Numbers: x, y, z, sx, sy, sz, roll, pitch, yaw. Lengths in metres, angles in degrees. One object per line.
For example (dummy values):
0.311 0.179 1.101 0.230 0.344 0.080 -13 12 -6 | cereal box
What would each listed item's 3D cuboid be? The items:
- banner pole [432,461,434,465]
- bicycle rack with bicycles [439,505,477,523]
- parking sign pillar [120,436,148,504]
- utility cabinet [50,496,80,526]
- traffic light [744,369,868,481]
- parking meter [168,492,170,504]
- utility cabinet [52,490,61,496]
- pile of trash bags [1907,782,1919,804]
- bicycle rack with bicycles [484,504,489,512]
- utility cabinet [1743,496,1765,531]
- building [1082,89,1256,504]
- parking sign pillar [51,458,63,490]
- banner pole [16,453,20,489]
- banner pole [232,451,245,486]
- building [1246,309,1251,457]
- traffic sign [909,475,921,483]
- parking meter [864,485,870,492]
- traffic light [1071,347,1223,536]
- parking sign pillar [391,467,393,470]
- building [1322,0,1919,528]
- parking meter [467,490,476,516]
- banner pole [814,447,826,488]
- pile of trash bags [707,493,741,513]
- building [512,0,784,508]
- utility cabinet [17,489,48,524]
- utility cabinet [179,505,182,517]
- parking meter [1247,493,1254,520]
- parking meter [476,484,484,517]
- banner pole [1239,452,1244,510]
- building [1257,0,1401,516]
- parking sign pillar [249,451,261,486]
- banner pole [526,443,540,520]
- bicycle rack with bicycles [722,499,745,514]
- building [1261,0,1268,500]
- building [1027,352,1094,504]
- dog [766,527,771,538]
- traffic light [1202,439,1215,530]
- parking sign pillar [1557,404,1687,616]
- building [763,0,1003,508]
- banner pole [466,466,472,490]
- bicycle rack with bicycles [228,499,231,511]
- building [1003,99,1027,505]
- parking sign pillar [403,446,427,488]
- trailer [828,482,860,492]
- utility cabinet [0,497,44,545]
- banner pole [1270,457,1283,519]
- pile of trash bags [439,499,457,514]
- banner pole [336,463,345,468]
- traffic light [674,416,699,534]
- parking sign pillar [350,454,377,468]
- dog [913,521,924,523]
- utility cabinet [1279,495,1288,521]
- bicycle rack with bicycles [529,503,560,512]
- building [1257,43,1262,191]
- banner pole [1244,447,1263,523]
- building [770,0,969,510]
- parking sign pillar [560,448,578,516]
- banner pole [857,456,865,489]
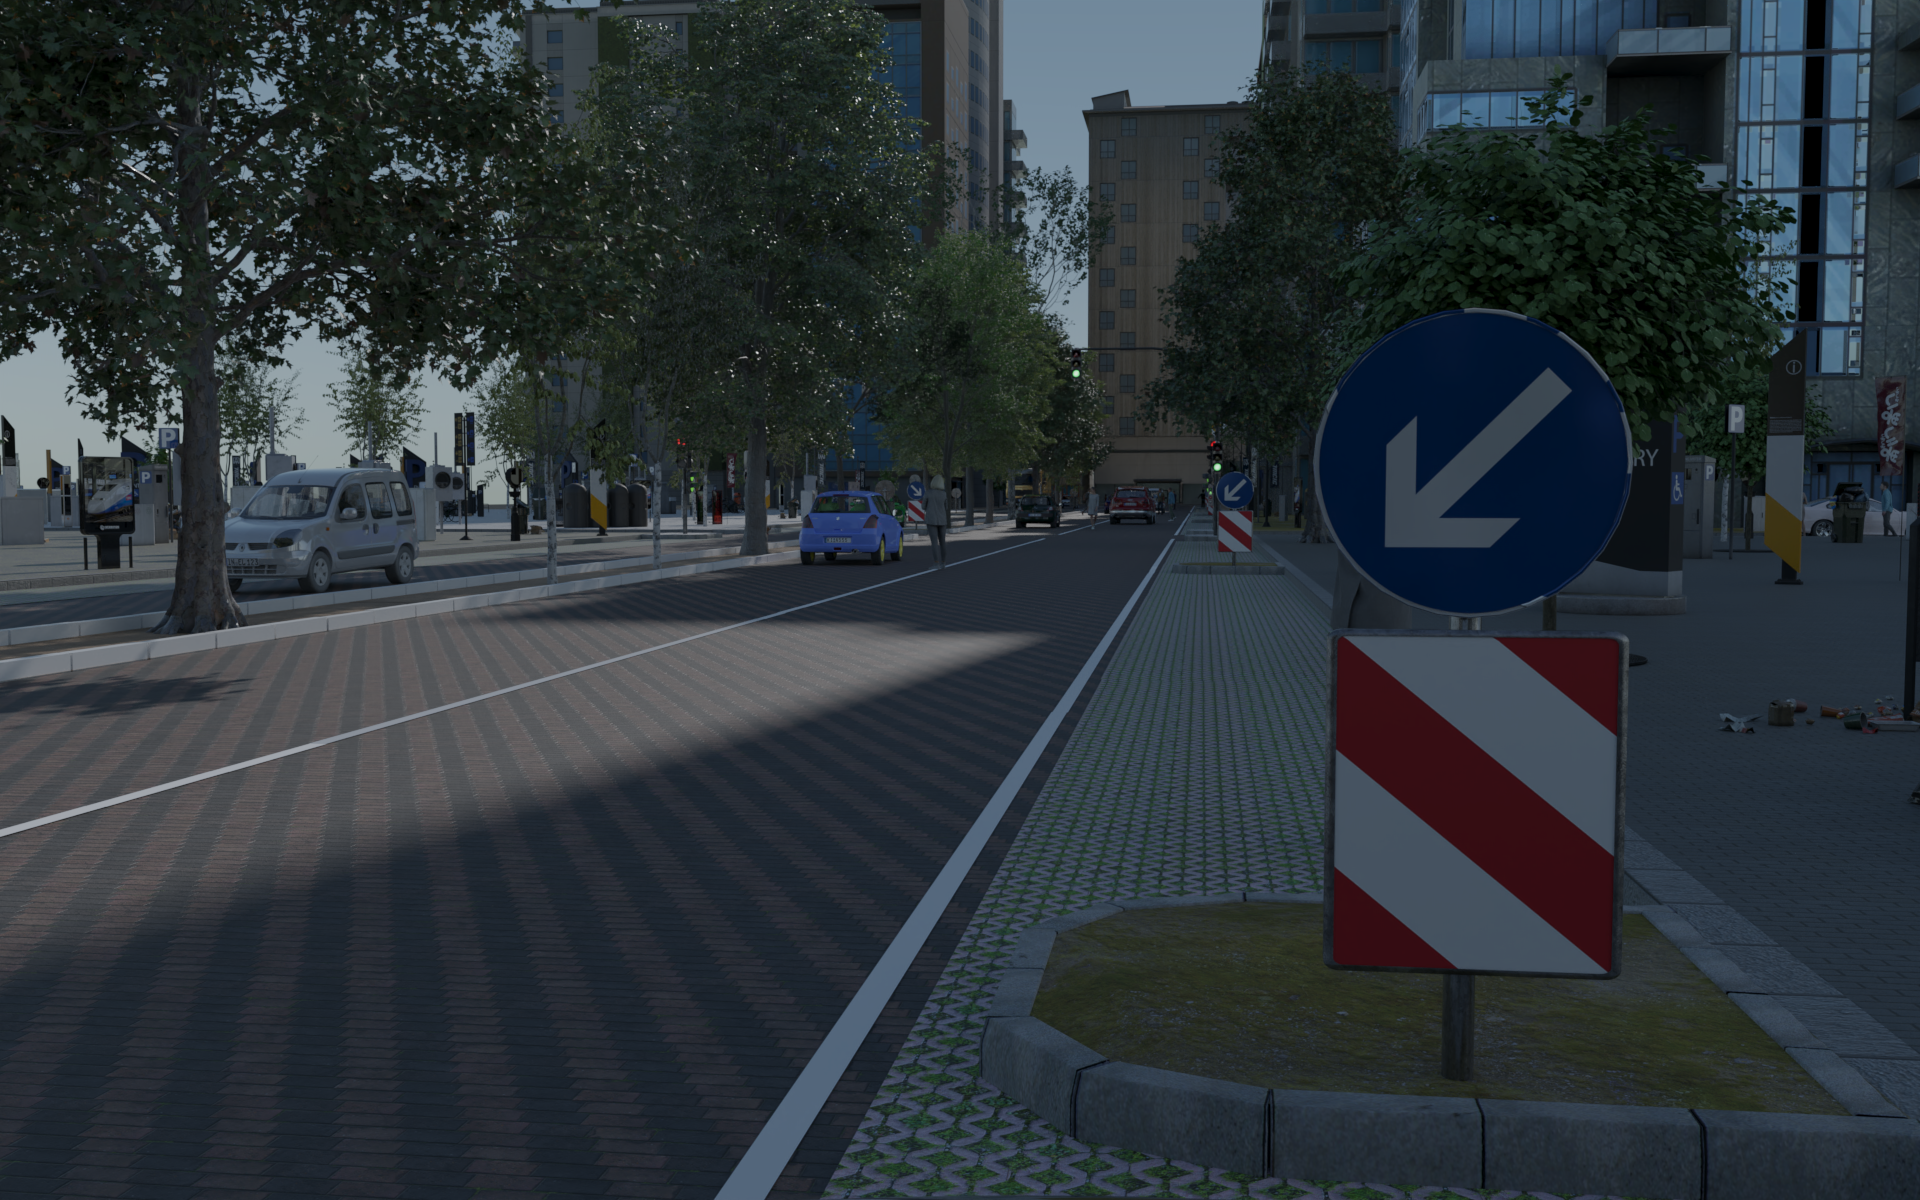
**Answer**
-39.162 -8.534 129.545 0.401 3.779 0.863 3 5 39 | banner pole
-23.982 -4.008 78.916 2.925 0.926 2.852 1 4 13 | bicycle rack with bicycles
-38.145 -5.609 80.183 1.447 3.967 1.447 0 4 -4 | parking sign pillar
-35.556 -3.527 68.831 1.020 1.237 0.306 -1 4 -18 | utility cabinet
-5.655 -5.426 63.383 4.771 5.953 1.251 0 4 8 | traffic light
-53.088 -6.746 116.007 0.399 1.863 0.255 3 5 42 | parking meter
-45.009 -4.741 86.199 1.173 1.500 0.318 2 4 29 | utility cabinet
4.833 0.242 5.788 1.912 1.369 3.447 0 4 2 | pile of trash bags
-34.085 -6.561 120.653 2.852 0.926 2.925 -2 4 -34 | bicycle rack with bicycles
27.459 -2.973 59.771 1.020 1.237 0.306 -3 4 -36 | utility cabinet
31.057 -39.386 233.198 27.495 52.752 28.713 0 4 8 | building
-65.939 -8.459 126.769 1.447 3.967 1.447 0 4 -7 | parking sign pillar
-60.891 -7.443 111.714 0.863 3.779 0.401 2 4 23 | banner pole
-40.938 -6.632 98.448 0.863 3.779 0.401 -3 4 -36 | banner pole
40.202 -26.223 200.440 14.160 30.474 14.107 0 4 8 | building
-2.941 -6.881 112.616 0.768 2.556 0.104 1 4 15 | traffic sign
-6.193 -6.703 115.297 0.399 1.863 0.255 -2 4 -27 | parking meter
5.821 -4.825 53.558 4.771 5.953 1.251 0 4 8 | traffic light
-39.122 -7.903 117.694 1.447 3.967 1.447 -3 5 -41 | parking sign pillar
30.433 -46.294 69.581 31.000 86.520 22.319 0 4 8 | building
-32.095 -6.468 114.155 0.372 1.533 0.369 0 3 0 | parking meter
-6.900 -5.794 84.746 0.863 3.779 0.401 2 4 28 | banner pole
-16.110 -6.715 119.548 1.912 1.369 3.447 1 4 23 | pile of trash bags
-37.418 -40.667 206.897 28.212 58.520 21.231 0 4 8 | building
-38.764 -3.890 72.273 1.173 1.500 0.318 -1 4 -22 | utility cabinet
-43.427 -5.282 97.524 1.020 1.237 0.306 -3 5 -41 | utility cabinet
14.278 -4.857 85.123 0.255 1.863 0.399 0 4 -5 | parking meter
-27.042 -5.620 97.594 0.399 1.863 0.255 -1 4 -14 | parking meter
16.868 -6.904 102.905 0.863 3.779 0.401 0 4 4 | banner pole
31.245 -30.182 113.080 23.786 49.044 30.456 0 4 8 | building
-41.985 -7.019 103.233 1.447 3.967 1.447 -1 4 -12 | parking sign pillar
-20.768 -5.779 84.508 0.863 3.779 0.401 -2 4 -29 | banner pole
-14.406 -6.181 114.443 2.925 0.926 2.852 -1 4 -20 | bicycle rack with bicycles
31.722 -28.067 142.484 14.154 41.232 14.086 0 4 8 | building
3.128 -24.035 238.018 28.899 21.520 27.650 0 4 8 | building
-5.584 -1.797 48.664 0.540 0.507 0.406 -1 4 -9 | dog
9.012 -4.428 61.317 0.839 4.253 0.868 0 4 8 | traffic light
7.180 -1.859 18.868 1.447 3.967 1.447 3 5 43 | parking sign pillar
-7.855 -38.250 167.389 21.231 58.520 28.212 0 4 8 | building
-39.802 -9.210 140.597 0.401 3.779 0.863 1 4 20 | banner pole
-54.306 -7.100 129.462 2.852 0.926 2.925 0 4 5 | bicycle rack with bicycles
-7.835 -35.610 201.832 30.456 49.044 23.786 0 4 8 | building
-30.577 -6.658 97.335 1.447 3.967 1.447 -3 4 -36 | parking sign pillar
-5.531 -4.518 80.918 1.471 1.999 3.904 0 4 8 | trailer
-23.841 -2.005 43.947 0.306 1.237 1.020 3 5 40 | utility cabinet
16.523 -6.117 90.038 0.863 3.779 0.401 1 4 14 | banner pole
-31.949 -5.759 103.909 1.912 1.369 3.447 1 4 22 | pile of trash bags
-50.238 -9.214 140.659 0.863 3.779 0.401 -1 4 -22 | banner pole
-8.846 -4.086 55.729 0.839 4.253 0.868 0 4 8 | traffic light
-39.830 -7.739 115.011 1.447 3.967 1.447 0 4 -7 | parking sign pillar
-2.072 -4.072 86.771 0.550 0.427 0.748 0 4 1 | dog
15.431 -4.366 82.544 0.306 1.237 1.020 1 4 19 | utility cabinet
-29.386 -6.848 125.351 2.925 0.926 2.852 1 4 12 | bicycle rack with bicycles
39.092 -31.133 163.647 22.147 44.769 28.867 0 4 8 | building
13.289 -5.368 77.776 0.401 3.779 0.863 -2 4 -24 | banner pole
-7.073 -30.349 146.310 14.600 45.320 14.200 0 4 8 | building
-22.826 -6.903 101.336 1.447 3.967 1.447 -3 5 -41 | parking sign pillar
-6.570 -7.615 114.521 0.863 3.779 0.401 -3 5 -43 | banner pole
